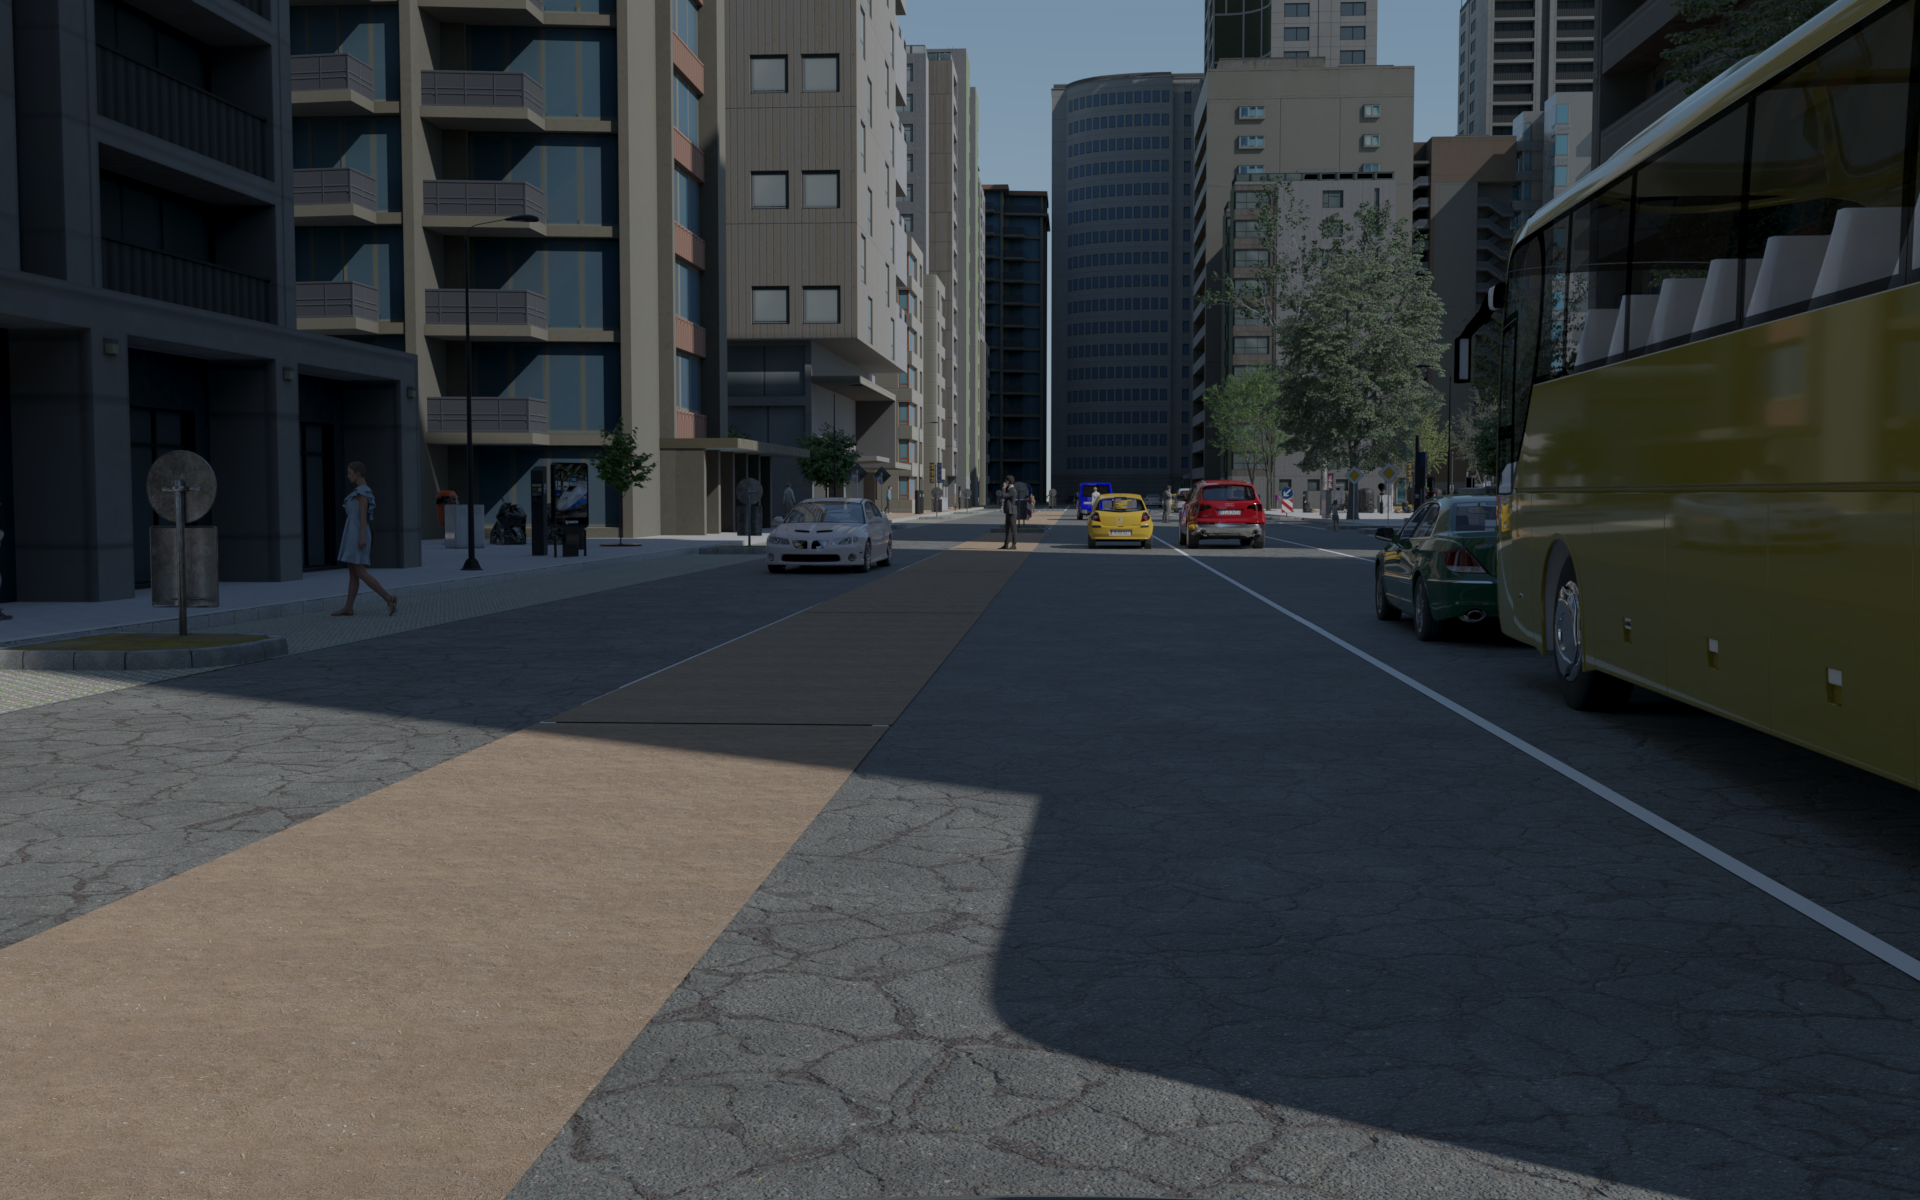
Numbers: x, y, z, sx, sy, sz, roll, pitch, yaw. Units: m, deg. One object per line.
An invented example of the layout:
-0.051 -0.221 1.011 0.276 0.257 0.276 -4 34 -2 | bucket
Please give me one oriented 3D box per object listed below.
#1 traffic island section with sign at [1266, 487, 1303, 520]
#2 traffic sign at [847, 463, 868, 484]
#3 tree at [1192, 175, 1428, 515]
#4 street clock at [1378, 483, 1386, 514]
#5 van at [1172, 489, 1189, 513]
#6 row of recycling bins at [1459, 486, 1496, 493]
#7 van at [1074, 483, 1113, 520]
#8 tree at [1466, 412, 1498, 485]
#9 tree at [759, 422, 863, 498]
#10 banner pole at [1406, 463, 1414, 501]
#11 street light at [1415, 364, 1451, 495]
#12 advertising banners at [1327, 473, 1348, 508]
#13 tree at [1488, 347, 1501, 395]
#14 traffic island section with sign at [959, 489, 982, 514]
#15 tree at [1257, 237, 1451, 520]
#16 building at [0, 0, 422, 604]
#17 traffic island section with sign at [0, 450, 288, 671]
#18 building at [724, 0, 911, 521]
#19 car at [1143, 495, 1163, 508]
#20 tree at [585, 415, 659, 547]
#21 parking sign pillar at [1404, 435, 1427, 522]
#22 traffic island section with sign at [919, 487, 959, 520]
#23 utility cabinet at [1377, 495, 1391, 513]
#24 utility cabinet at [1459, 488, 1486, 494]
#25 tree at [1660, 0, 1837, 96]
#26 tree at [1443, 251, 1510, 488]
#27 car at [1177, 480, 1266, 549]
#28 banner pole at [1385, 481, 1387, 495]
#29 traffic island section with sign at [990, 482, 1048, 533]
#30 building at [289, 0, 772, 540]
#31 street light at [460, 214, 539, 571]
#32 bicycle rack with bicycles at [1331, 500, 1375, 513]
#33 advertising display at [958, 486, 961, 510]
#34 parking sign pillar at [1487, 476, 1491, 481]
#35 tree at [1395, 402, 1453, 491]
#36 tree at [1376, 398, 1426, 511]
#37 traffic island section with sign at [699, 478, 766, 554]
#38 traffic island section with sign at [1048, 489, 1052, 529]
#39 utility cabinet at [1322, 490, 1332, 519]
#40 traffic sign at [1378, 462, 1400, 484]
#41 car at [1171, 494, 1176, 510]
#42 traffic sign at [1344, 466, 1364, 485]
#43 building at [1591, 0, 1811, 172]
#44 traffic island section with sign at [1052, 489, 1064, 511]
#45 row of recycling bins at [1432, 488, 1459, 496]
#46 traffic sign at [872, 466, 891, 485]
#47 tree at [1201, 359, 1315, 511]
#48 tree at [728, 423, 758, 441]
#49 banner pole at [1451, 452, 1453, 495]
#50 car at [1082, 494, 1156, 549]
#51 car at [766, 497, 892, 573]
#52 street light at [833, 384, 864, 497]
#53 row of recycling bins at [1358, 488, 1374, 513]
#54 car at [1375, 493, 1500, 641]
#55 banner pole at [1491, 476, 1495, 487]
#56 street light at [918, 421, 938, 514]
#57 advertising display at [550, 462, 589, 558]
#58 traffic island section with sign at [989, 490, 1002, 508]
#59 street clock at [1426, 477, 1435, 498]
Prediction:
17.984 -5.362 96.298 1.989 1.847 2.006 0 4 4 | traffic island section with sign
-3.851 -3.824 64.719 0.795 2.593 0.064 0 4 4 | traffic sign
20.575 -15.185 104.156 12.611 20.169 13.585 0 3 0 | tree
27.321 -6.583 112.210 0.471 2.002 0.358 2 4 34 | street clock
17.325 -7.709 133.055 2.013 2.044 4.112 0 4 4 | van
26.816 -4.901 87.247 1.069 1.692 3.534 -1 4 -21 | row of recycling bins
7.515 -5.654 96.823 2.240 2.365 5.245 0 4 2 | van
18.678 -4.548 58.079 4.285 4.588 4.351 0 3 0 | tree
-5.978 -5.802 78.581 4.285 4.588 4.351 0 3 0 | tree
35.891 -9.070 138.310 0.863 3.779 0.401 2 4 32 | banner pole
16.997 -5.479 62.119 1.470 5.913 1.316 0 4 4 | street light
31.658 -9.072 144.518 2.074 3.025 0.090 2 4 27 | advertising banners
25.013 -7.620 74.944 4.737 8.622 4.395 0 3 0 | tree
0.569 -7.098 124.675 1.989 1.847 2.006 0 4 4 | traffic island section with sign
19.731 -11.033 87.037 9.857 13.997 8.962 0 3 0 | tree
-20.000 -35.864 24.628 20.563 71.187 20.611 0 4 4 | building
-6.984 -0.385 14.926 1.989 1.847 2.006 0 4 4 | traffic island section with sign
-17.328 -30.919 94.768 28.713 52.752 27.495 0 4 4 | building
20.716 -10.610 185.833 2.083 1.381 4.827 0 4 5 | car
-8.231 -2.937 42.614 1.663 3.219 1.824 0 3 0 | tree
21.182 -5.578 79.666 1.447 3.967 1.447 1 4 19 | parking sign pillar
-1.267 -5.453 97.782 1.989 1.847 2.006 0 4 4 | traffic island section with sign
29.373 -6.651 119.903 1.020 1.237 0.306 -2 4 -27 | utility cabinet
18.107 -3.218 61.297 0.318 1.500 1.173 -1 4 -20 | utility cabinet
15.716 -6.866 30.385 7.486 12.596 7.792 0 3 0 | tree
16.710 -6.133 50.641 4.360 8.622 3.978 0 3 0 | tree
7.083 -2.349 47.082 2.281 1.827 5.304 0 4 3 | car
33.440 -8.932 136.057 0.401 3.779 0.863 0 4 1 | banner pole
2.172 -3.454 64.607 2.006 1.907 1.989 0 4 4 | traffic island section with sign
-20.989 -24.591 56.693 28.867 44.769 22.147 0 4 4 | building
-7.686 -3.450 28.955 1.470 5.913 1.316 0 4 4 | street light
25.771 -6.220 115.086 2.925 0.926 2.852 3 4 38 | bicycle rack with bicycles
-0.032 -8.453 143.421 0.123 1.923 0.974 0 4 6 | advertising display
42.309 -9.121 137.598 1.447 3.967 1.447 2 4 34 | parking sign pillar
37.323 -11.738 142.282 4.737 8.622 4.395 0 3 0 | tree
32.210 -10.861 127.938 4.360 8.622 3.978 0 3 0 | tree
-5.123 -2.030 41.817 1.989 1.847 2.006 0 4 4 | traffic island section with sign
2.690 -3.906 71.996 2.006 1.907 1.989 0 4 4 | traffic island section with sign
19.044 -4.969 89.916 0.318 1.500 1.173 0 4 2 | utility cabinet
15.696 -3.741 63.358 0.795 2.593 0.064 0 4 4 | traffic sign
17.527 -7.888 139.197 2.015 1.641 3.980 0 4 4 | car
16.244 -4.228 71.324 0.795 2.593 0.064 0 4 4 | traffic sign
30.957 -25.820 45.856 21.300 48.544 21.600 0 4 4 | building
7.839 -8.491 146.959 2.006 1.907 1.989 0 4 4 | traffic island section with sign
34.626 -7.005 121.652 3.534 1.692 1.069 -1 4 -17 | row of recycling bins
-3.302 -4.312 72.685 0.795 2.593 0.064 0 4 4 | traffic sign
23.660 -12.622 132.133 9.928 11.665 9.643 0 3 0 | tree
-10.493 -5.876 79.785 4.285 4.588 4.351 0 3 0 | tree
29.471 -6.957 103.759 0.401 3.779 0.863 1 4 17 | banner pole
4.287 -2.230 46.682 2.015 1.641 3.980 0 4 4 | car
-2.427 -1.268 33.090 2.083 1.381 4.827 0 4 6 | car
-4.750 -6.139 72.919 1.470 5.913 1.316 0 4 4 | street light
27.752 -6.825 118.698 1.069 1.692 3.534 0 4 8 | row of recycling bins
5.524 -0.392 18.205 2.131 1.459 4.920 0 4 6 | car
33.195 -7.191 107.589 0.401 3.779 0.863 -1 4 -15 | banner pole
-2.075 -8.464 110.935 1.470 5.913 1.316 0 4 4 | street light
-7.955 -1.842 35.325 0.123 1.923 0.974 2 4 32 | advertising display
4.010 -10.149 174.567 1.989 1.847 2.006 0 4 4 | traffic island section with sign
19.545 -4.121 71.944 0.358 2.002 0.471 2 4 28 | street clock
